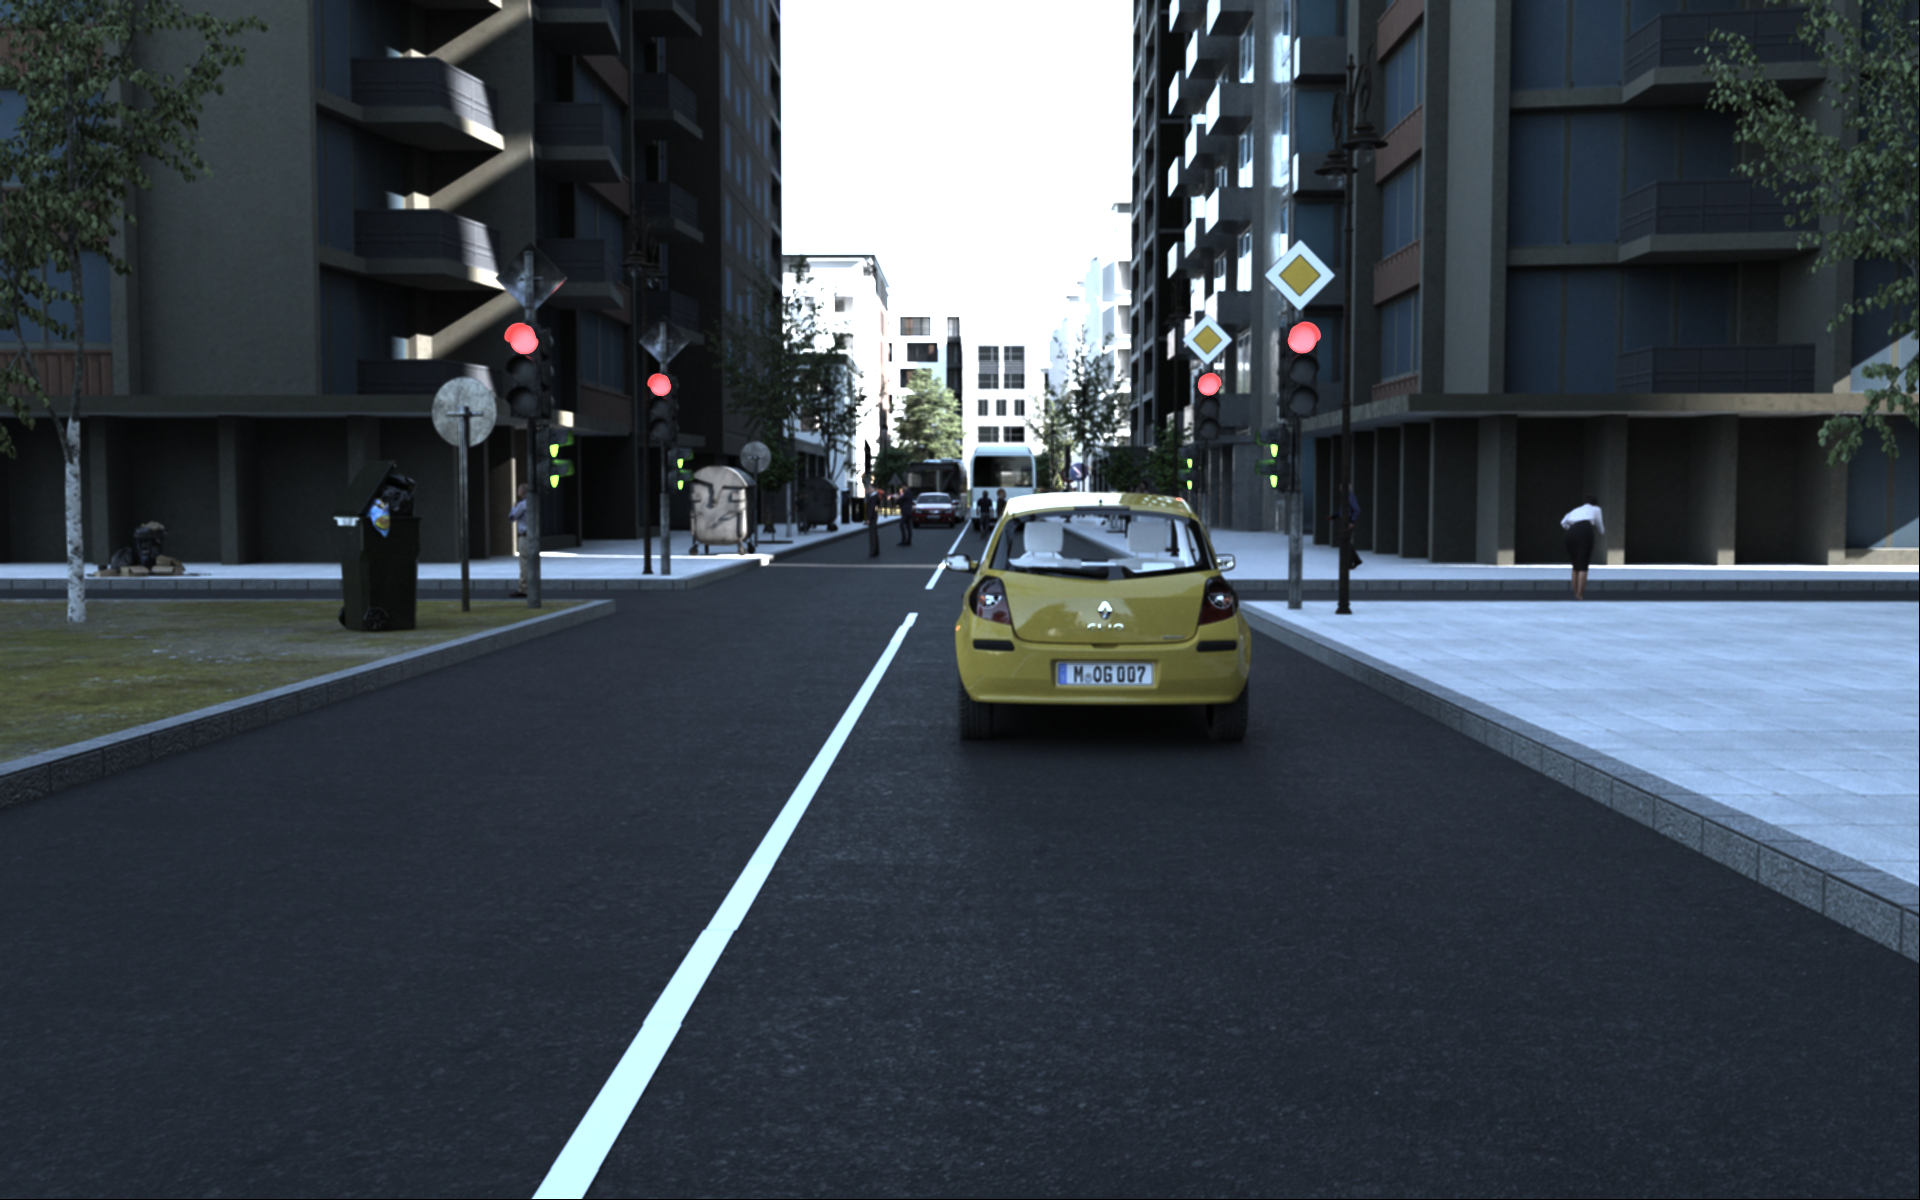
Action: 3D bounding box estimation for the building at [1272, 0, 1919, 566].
[{"bbox_3d":[22.299,-23.509,38.993,28.867,44.769,22.147,0,4,1],"label":"building"}]

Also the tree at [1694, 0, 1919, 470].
[{"bbox_3d":[9.535,-4.035,16.335,4.737,8.622,4.395,0,3,0],"label":"tree"}]

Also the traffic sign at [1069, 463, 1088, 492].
[{"bbox_3d":[4.821,-4.303,70.454,0.768,2.556,0.104,0,4,3],"label":"traffic sign"}]

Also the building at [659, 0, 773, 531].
[{"bbox_3d":[-15.022,-25.443,66.098,14.600,45.320,14.200,0,4,1],"label":"building"}]

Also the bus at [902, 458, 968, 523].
[{"bbox_3d":[-1.080,-5.719,88.363,2.948,3.499,13.247,0,4,2],"label":"bus"}]

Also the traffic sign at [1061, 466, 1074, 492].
[{"bbox_3d":[5.011,-4.854,79.464,0.768,2.556,0.104,0,4,8],"label":"traffic sign"}]

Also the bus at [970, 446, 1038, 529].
[{"bbox_3d":[1.870,-4.795,73.265,2.948,3.499,13.247,0,4,2],"label":"bus"}]

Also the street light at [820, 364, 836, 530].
[{"bbox_3d":[-4.643,-5.401,61.089,0.468,5.910,1.993,0,4,1],"label":"street light"}]

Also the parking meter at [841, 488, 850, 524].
[{"bbox_3d":[-4.981,-4.093,75.324,0.372,1.533,0.369,0,3,0],"label":"parking meter"}]

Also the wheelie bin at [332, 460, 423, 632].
[{"bbox_3d":[-5.507,-0.521,16.427,0.693,1.594,0.980,-3,5,-41],"label":"wheelie bin"}]

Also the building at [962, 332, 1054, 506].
[{"bbox_3d":[16.141,-20.225,197.143,31.486,18.905,16.747,0,4,1],"label":"building"}]

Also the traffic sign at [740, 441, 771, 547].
[{"bbox_3d":[-4.946,-2.556,41.904,0.768,2.556,0.104,0,4,3],"label":"traffic sign"}]

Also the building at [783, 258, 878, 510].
[{"bbox_3d":[-14.423,-17.170,137.150,16.016,20.091,11.380,0,4,1],"label":"building"}]

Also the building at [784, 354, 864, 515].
[{"bbox_3d":[-11.085,-10.733,117.639,9.099,9.664,28.070,0,4,1],"label":"building"}]

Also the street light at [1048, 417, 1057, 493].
[{"bbox_3d":[5.450,-7.904,102.017,0.468,5.910,1.993,0,4,1],"label":"street light"}]

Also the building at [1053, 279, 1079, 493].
[{"bbox_3d":[16.983,-18.431,157.761,16.016,20.091,11.380,0,4,1],"label":"building"}]

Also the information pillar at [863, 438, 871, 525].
[{"bbox_3d":[-3.875,-4.973,72.670,0.183,3.616,0.504,2,4,26],"label":"information pillar"}]

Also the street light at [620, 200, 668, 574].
[{"bbox_3d":[-5.008,-3.352,27.600,0.468,5.910,1.993,0,4,1],"label":"street light"}]

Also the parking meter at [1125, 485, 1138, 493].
[{"bbox_3d":[5.033,-2.591,50.776,0.372,1.533,0.369,0,3,0],"label":"parking meter"}]

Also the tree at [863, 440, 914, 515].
[{"bbox_3d":[-4.306,-7.505,106.414,4.285,4.588,4.351,0,3,0],"label":"tree"}]

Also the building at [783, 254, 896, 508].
[{"bbox_3d":[-23.288,-19.426,161.586,32.646,21.610,27.936,0,4,1],"label":"building"}]

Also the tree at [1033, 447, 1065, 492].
[{"bbox_3d":[5.721,-8.397,121.003,4.285,4.588,4.351,0,3,0],"label":"tree"}]

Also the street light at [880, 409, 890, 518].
[{"bbox_3d":[-4.044,-7.413,93.985,0.468,5.910,1.993,0,4,1],"label":"street light"}]

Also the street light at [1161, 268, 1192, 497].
[{"bbox_3d":[4.429,-3.840,35.576,0.468,5.910,1.993,0,4,1],"label":"street light"}]

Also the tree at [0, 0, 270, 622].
[{"bbox_3d":[-9.135,-4.086,17.161,4.737,8.622,4.395,0,3,0],"label":"tree"}]

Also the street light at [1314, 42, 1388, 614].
[{"bbox_3d":[4.110,-2.788,18.373,0.468,5.910,1.993,0,4,1],"label":"street light"}]

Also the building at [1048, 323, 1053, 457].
[{"bbox_3d":[16.706,-19.126,169.125,16.016,20.091,11.380,0,4,1],"label":"building"}]

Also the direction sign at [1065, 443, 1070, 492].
[{"bbox_3d":[4.828,-5.243,77.725,0.379,3.537,0.876,-1,4,-10],"label":"direction sign"}]

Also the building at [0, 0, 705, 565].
[{"bbox_3d":[-18.788,-23.780,43.432,22.147,44.769,28.867,0,4,1],"label":"building"}]

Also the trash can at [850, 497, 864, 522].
[{"bbox_3d":[-4.657,-4.111,78.863,0.748,1.137,0.748,0,3,0],"label":"trash can"}]

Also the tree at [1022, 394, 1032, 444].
[{"bbox_3d":[6.064,-9.729,109.437,4.737,8.622,4.395,0,3,0],"label":"tree"}]

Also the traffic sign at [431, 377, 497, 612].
[{"bbox_3d":[-5.393,-1.145,18.824,0.768,2.556,0.104,1,4,10],"label":"traffic sign"}]

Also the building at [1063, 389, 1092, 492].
[{"bbox_3d":[13.402,-11.993,138.239,9.099,9.664,28.070,0,4,1],"label":"building"}]

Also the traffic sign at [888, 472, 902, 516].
[{"bbox_3d":[-3.767,-6.167,100.833,0.884,2.594,0.081,0,4,3],"label":"traffic sign"}]

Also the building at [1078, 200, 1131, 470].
[{"bbox_3d":[16.523,-15.957,117.321,16.016,20.091,11.380,0,4,1],"label":"building"}]

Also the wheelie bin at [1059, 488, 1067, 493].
[{"bbox_3d":[5.686,-5.234,93.486,0.693,1.594,0.980,-1,4,-12],"label":"wheelie bin"}]

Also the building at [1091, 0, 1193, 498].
[{"bbox_3d":[17.903,-39.895,90.542,20.563,71.187,20.611,0,4,1],"label":"building"}]

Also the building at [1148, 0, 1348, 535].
[{"bbox_3d":[19.949,-27.284,65.699,23.786,49.044,30.456,0,4,1],"label":"building"}]

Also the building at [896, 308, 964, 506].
[{"bbox_3d":[-16.005,-22.051,204.513,32.646,21.610,27.936,0,4,1],"label":"building"}]

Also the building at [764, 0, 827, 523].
[{"bbox_3d":[-17.214,-39.481,83.765,20.563,71.187,20.611,0,4,1],"label":"building"}]

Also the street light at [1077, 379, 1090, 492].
[{"bbox_3d":[4.910,-5.870,68.767,0.468,5.910,1.993,0,4,1],"label":"street light"}]
